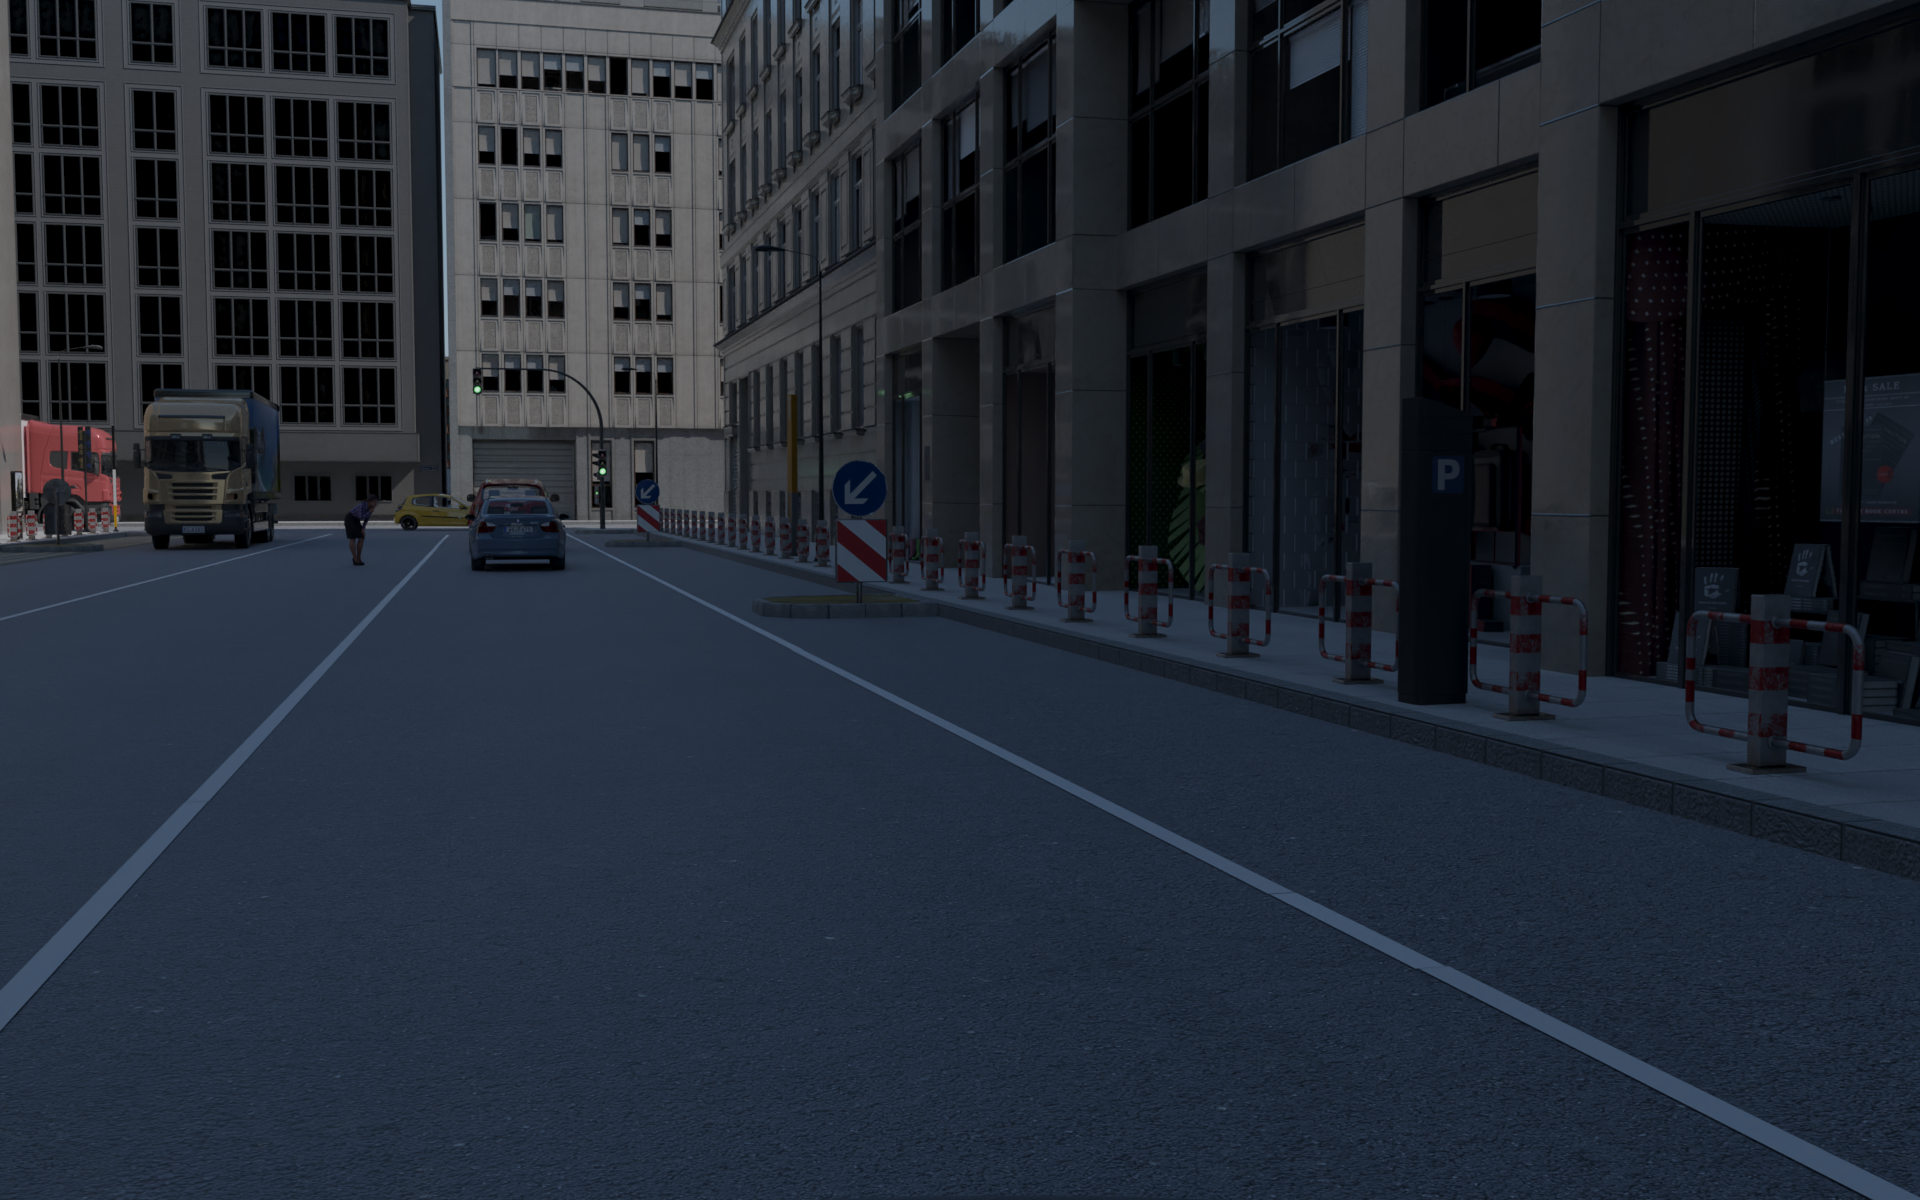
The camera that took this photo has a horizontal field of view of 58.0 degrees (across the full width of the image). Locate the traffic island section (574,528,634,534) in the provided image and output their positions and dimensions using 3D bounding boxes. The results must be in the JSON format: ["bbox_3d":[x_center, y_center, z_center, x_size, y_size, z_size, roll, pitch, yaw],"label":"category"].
[{"bbox_3d":[-13.075,-2.517,63.442,2.009,0.180,2.903,-1,4,-15],"label":"traffic island section"}]

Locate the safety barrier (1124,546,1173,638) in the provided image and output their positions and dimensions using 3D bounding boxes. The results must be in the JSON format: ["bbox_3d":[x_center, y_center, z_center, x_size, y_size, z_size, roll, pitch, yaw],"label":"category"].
[{"bbox_3d":[1.681,-0.075,15.497,0.300,0.817,1.120,-1,4,-15],"label":"safety barrier"}]

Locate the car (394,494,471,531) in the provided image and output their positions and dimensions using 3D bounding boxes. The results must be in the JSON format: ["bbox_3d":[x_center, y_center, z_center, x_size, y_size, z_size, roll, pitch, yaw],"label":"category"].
[{"bbox_3d":[-20.376,-3.577,68.701,3.980,1.641,2.015,-1,4,-13],"label":"car"}]

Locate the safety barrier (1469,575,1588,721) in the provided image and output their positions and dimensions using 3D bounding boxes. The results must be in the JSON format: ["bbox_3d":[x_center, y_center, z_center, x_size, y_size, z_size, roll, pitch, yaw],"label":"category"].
[{"bbox_3d":[3.222,0.269,9.869,0.300,0.817,1.120,-1,4,-15],"label":"safety barrier"}]

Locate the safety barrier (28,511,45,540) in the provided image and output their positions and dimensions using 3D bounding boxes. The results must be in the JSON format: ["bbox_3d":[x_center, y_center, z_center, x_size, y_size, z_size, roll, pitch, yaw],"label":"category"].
[{"bbox_3d":[-25.965,-2.089,48.431,0.300,0.817,1.120,-1,4,-15],"label":"safety barrier"}]

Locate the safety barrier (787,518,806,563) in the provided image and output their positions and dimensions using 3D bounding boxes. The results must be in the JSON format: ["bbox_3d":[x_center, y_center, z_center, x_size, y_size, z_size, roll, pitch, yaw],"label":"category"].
[{"bbox_3d":[-2.934,-1.107,32.367,0.300,0.817,1.120,-1,4,-15],"label":"safety barrier"}]

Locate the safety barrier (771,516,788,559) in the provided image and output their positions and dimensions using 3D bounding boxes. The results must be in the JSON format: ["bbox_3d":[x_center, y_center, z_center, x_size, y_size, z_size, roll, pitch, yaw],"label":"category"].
[{"bbox_3d":[-3.451,-1.222,34.260,0.300,0.817,1.120,-1,4,-15],"label":"safety barrier"}]

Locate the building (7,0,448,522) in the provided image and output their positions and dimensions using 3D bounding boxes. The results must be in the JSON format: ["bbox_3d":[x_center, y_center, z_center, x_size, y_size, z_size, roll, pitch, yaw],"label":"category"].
[{"bbox_3d":[-37.532,-17.750,83.718,24.014,27.812,14.314,-1,4,-15],"label":"building"}]

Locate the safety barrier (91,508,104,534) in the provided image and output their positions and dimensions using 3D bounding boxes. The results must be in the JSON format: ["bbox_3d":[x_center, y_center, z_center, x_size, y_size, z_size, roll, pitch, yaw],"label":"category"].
[{"bbox_3d":[-28.017,-2.548,55.940,0.300,0.817,1.120,-1,4,-15],"label":"safety barrier"}]

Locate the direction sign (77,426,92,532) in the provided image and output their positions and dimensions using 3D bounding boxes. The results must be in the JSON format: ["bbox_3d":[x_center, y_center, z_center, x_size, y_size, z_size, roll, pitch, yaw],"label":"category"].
[{"bbox_3d":[-29.305,-4.040,58.045,0.876,3.537,0.379,3,4,38],"label":"direction sign"}]

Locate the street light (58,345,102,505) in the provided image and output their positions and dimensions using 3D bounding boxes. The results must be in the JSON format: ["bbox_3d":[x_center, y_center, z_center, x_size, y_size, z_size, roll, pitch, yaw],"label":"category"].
[{"bbox_3d":[-27.452,-4.986,54.065,1.470,5.913,1.316,-1,4,-15],"label":"street light"}]

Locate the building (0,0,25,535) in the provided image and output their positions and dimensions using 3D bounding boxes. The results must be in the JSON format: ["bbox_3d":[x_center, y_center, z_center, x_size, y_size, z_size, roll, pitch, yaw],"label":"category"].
[{"bbox_3d":[-44.981,-14.592,43.096,34.151,26.468,19.350,-1,4,-15],"label":"building"}]

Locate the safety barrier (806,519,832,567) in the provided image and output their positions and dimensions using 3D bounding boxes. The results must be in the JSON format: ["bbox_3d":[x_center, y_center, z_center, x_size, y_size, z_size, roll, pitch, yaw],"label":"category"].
[{"bbox_3d":[-2.424,-0.992,30.494,0.300,0.817,1.120,-1,4,-15],"label":"safety barrier"}]

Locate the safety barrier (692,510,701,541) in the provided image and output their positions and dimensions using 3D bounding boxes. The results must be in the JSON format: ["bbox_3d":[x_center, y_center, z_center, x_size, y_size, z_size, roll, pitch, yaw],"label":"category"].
[{"bbox_3d":[-7.047,-2.026,47.403,0.300,0.817,1.120,-1,4,-15],"label":"safety barrier"}]

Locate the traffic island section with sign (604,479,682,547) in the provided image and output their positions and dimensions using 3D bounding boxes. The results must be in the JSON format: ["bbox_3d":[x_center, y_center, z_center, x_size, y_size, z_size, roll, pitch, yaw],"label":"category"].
[{"bbox_3d":[-8.734,-2.378,47.502,1.989,1.847,2.006,-1,4,-15],"label":"traffic island section with sign"}]

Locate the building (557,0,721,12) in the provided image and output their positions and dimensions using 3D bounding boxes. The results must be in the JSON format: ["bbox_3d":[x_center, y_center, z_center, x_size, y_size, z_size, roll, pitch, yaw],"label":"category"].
[{"bbox_3d":[-29.179,-38.497,171.430,21.231,58.520,28.212,-1,4,-15],"label":"building"}]

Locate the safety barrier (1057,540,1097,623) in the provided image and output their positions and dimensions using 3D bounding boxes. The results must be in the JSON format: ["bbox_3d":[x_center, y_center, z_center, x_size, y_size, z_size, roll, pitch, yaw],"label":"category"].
[{"bbox_3d":[1.167,-0.189,17.368,0.300,0.817,1.120,-1,4,-15],"label":"safety barrier"}]

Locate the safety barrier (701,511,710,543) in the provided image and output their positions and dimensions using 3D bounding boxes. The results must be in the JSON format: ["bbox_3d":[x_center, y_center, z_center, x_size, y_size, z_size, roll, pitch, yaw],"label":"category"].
[{"bbox_3d":[-6.531,-1.912,45.529,0.300,0.817,1.120,-1,4,-15],"label":"safety barrier"}]

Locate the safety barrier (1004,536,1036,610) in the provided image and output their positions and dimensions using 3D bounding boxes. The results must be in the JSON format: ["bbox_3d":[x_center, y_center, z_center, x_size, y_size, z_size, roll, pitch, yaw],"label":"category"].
[{"bbox_3d":[0.660,-0.304,19.246,0.300,0.817,1.120,-1,4,-15],"label":"safety barrier"}]

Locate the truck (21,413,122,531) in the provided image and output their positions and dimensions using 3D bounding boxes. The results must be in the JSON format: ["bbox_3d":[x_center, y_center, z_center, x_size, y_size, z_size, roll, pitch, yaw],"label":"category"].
[{"bbox_3d":[-34.977,-4.386,60.628,11.283,4.237,2.839,-1,4,-16],"label":"truck"}]

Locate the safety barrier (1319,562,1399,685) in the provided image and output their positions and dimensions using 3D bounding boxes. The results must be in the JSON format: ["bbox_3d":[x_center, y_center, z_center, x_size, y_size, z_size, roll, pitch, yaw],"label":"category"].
[{"bbox_3d":[2.703,0.155,11.742,0.300,0.817,1.120,-1,4,-15],"label":"safety barrier"}]

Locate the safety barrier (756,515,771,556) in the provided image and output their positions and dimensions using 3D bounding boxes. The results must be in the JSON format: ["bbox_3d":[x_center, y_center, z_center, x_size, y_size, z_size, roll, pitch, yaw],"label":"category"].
[{"bbox_3d":[-3.963,-1.337,36.139,0.300,0.817,1.120,-1,4,-15],"label":"safety barrier"}]

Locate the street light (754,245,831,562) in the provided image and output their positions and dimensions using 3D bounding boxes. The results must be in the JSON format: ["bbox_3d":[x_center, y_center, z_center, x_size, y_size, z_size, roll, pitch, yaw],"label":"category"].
[{"bbox_3d":[-3.152,-3.673,32.599,1.470,5.913,1.316,-1,4,-15],"label":"street light"}]

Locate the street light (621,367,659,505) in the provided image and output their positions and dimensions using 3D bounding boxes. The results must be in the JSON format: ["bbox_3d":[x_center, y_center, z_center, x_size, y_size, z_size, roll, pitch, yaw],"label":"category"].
[{"bbox_3d":[-11.707,-5.575,63.689,1.470,5.913,1.316,-1,4,-15],"label":"street light"}]

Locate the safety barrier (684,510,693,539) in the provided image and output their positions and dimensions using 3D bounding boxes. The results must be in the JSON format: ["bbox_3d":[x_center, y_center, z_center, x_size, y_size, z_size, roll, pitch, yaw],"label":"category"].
[{"bbox_3d":[-7.557,-2.141,49.279,0.300,0.817,1.120,-1,4,-15],"label":"safety barrier"}]

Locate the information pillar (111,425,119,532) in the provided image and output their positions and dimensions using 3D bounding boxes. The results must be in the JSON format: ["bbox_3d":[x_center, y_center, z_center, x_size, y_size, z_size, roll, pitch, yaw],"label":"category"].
[{"bbox_3d":[-28.812,-4.138,59.010,0.183,3.616,0.504,-2,4,-26],"label":"information pillar"}]

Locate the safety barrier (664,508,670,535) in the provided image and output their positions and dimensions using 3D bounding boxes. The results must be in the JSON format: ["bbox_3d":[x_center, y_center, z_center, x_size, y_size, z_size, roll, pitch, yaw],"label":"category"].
[{"bbox_3d":[-9.100,-2.485,54.907,0.300,0.817,1.120,-1,4,-15],"label":"safety barrier"}]

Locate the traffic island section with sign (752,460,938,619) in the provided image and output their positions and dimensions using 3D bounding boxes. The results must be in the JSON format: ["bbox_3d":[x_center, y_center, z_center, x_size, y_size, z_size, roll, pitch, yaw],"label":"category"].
[{"bbox_3d":[-1.468,-0.753,20.932,1.989,1.847,2.006,-1,4,-15],"label":"traffic island section with sign"}]

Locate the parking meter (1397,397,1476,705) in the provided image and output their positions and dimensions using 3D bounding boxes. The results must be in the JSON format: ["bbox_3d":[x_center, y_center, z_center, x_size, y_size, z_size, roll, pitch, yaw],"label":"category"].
[{"bbox_3d":[2.921,-0.300,10.619,0.399,1.863,0.255,-1,4,-18],"label":"parking meter"}]

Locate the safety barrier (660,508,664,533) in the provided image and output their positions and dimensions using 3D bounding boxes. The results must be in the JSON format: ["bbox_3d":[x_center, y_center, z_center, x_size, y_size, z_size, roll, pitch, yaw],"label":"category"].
[{"bbox_3d":[-9.613,-2.600,56.779,0.300,0.817,1.120,-1,4,-15],"label":"safety barrier"}]

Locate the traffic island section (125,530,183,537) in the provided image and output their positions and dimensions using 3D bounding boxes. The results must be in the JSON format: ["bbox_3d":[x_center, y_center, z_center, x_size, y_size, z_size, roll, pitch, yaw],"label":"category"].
[{"bbox_3d":[-27.345,-2.280,59.558,2.009,0.180,2.903,-1,4,-15],"label":"traffic island section"}]

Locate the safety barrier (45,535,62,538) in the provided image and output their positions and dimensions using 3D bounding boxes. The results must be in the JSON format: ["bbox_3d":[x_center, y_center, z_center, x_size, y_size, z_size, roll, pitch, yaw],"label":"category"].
[{"bbox_3d":[-26.474,-2.204,50.304,0.300,0.817,1.120,-1,4,-15],"label":"safety barrier"}]

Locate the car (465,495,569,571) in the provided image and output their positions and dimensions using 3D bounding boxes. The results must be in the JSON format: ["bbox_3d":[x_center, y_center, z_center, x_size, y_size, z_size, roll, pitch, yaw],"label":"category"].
[{"bbox_3d":[-8.651,-1.338,33.875,2.014,1.417,4.499,-1,4,-15],"label":"car"}]

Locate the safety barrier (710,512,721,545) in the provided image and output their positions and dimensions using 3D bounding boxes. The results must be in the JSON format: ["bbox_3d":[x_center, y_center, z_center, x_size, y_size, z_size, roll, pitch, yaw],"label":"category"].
[{"bbox_3d":[-6.018,-1.797,43.657,0.300,0.817,1.120,-1,4,-15],"label":"safety barrier"}]

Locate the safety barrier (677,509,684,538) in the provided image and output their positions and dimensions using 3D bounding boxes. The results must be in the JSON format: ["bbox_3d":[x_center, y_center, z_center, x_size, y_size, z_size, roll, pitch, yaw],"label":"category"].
[{"bbox_3d":[-8.074,-2.256,51.159,0.300,0.817,1.120,-1,4,-15],"label":"safety barrier"}]

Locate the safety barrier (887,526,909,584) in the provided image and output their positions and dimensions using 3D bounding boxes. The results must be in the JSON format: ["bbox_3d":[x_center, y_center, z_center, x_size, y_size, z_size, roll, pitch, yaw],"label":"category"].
[{"bbox_3d":[-0.881,-0.647,24.861,0.300,0.817,1.120,-1,4,-15],"label":"safety barrier"}]

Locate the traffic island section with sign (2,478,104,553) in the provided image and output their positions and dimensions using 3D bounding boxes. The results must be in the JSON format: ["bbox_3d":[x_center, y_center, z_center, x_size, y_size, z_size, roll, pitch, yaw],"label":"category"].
[{"bbox_3d":[-22.522,-2.109,43.109,1.989,1.847,2.006,-1,4,-15],"label":"traffic island section with sign"}]

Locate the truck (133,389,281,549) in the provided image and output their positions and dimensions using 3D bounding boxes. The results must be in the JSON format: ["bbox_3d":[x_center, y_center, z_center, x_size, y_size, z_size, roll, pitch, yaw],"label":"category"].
[{"bbox_3d":[-20.876,-3.652,48.623,2.839,4.237,11.283,-1,4,-17],"label":"truck"}]

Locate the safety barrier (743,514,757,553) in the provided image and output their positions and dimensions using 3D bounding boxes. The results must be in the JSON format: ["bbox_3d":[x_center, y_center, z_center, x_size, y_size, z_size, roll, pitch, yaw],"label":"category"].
[{"bbox_3d":[-4.481,-1.452,38.018,0.300,0.817,1.120,-1,4,-15],"label":"safety barrier"}]

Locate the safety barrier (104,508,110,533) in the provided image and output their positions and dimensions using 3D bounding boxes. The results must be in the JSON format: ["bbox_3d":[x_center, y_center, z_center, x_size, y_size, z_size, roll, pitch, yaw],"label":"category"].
[{"bbox_3d":[-28.529,-2.664,57.832,0.300,0.817,1.120,-1,4,-15],"label":"safety barrier"}]

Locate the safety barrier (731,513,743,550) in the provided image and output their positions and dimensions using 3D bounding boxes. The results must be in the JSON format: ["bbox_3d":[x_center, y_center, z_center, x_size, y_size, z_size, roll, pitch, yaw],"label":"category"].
[{"bbox_3d":[-4.993,-1.567,39.899,0.300,0.817,1.120,-1,4,-15],"label":"safety barrier"}]

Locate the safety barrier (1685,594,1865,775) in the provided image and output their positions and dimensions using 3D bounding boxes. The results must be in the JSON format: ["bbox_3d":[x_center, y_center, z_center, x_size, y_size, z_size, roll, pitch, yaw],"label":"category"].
[{"bbox_3d":[3.734,0.384,7.997,0.300,0.817,1.120,-1,4,-15],"label":"safety barrier"}]

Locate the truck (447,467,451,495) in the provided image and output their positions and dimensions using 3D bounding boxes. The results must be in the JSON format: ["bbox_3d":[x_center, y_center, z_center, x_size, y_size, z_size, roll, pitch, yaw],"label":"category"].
[{"bbox_3d":[-53.770,-11.876,183.084,2.839,4.237,11.283,-1,4,-15],"label":"truck"}]

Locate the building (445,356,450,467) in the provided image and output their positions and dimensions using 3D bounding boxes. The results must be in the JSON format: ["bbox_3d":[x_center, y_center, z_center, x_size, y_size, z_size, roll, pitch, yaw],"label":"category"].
[{"bbox_3d":[-68.612,-24.735,249.454,28.899,21.520,27.650,-1,4,-15],"label":"building"}]

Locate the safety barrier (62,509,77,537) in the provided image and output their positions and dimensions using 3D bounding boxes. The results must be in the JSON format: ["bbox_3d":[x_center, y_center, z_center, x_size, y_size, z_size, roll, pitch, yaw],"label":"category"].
[{"bbox_3d":[-26.986,-2.319,52.194,0.300,0.817,1.120,-1,4,-15],"label":"safety barrier"}]

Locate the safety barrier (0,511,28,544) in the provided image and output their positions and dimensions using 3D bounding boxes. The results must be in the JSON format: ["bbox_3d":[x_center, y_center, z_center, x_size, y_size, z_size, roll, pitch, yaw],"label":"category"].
[{"bbox_3d":[-25.440,-1.974,46.547,0.300,0.817,1.120,-1,4,-15],"label":"safety barrier"}]

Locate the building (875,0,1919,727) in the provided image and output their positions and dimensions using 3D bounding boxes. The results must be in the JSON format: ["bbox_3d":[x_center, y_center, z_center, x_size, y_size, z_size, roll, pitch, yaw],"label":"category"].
[{"bbox_3d":[12.101,-13.152,19.545,19.350,26.468,34.151,-1,4,-15],"label":"building"}]

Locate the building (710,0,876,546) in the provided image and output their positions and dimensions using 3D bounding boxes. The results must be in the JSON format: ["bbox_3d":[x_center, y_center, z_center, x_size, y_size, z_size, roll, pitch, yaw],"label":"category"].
[{"bbox_3d":[2.184,-13.278,50.379,16.112,22.955,30.059,-1,4,-15],"label":"building"}]

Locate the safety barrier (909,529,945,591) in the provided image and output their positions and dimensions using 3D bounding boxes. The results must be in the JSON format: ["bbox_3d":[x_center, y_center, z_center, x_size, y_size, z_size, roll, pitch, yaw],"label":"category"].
[{"bbox_3d":[-0.371,-0.533,22.988,0.300,0.817,1.120,-1,4,-15],"label":"safety barrier"}]

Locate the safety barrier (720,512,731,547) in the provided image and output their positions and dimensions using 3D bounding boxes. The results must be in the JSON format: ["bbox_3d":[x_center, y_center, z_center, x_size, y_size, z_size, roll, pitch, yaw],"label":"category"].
[{"bbox_3d":[-5.501,-1.683,41.786,0.300,0.817,1.120,-1,4,-15],"label":"safety barrier"}]

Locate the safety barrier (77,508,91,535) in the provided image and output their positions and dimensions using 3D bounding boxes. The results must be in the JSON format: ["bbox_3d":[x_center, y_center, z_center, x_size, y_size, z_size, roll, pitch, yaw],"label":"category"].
[{"bbox_3d":[-27.504,-2.434,54.068,0.300,0.817,1.120,-1,4,-15],"label":"safety barrier"}]

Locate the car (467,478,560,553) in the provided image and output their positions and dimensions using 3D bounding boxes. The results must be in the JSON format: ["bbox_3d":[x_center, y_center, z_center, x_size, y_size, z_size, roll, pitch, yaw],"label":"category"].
[{"bbox_3d":[-11.155,-2.115,43.250,2.281,1.827,5.304,-1,4,-13],"label":"car"}]

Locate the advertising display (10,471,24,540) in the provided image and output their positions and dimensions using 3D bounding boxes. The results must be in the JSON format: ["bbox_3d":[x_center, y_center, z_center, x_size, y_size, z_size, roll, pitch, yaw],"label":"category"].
[{"bbox_3d":[-26.284,-2.635,48.297,0.123,1.923,0.974,-1,4,-18],"label":"advertising display"}]

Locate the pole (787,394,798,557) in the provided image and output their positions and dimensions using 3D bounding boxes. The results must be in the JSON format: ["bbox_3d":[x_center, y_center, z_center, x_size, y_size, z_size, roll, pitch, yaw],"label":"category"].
[{"bbox_3d":[-3.442,-2.552,35.576,0.158,3.312,0.155,0,3,0],"label":"pole"}]

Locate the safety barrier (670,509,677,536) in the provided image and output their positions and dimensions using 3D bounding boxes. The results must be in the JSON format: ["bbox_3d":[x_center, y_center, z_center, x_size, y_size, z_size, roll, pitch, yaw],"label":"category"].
[{"bbox_3d":[-8.584,-2.370,53.032,0.300,0.817,1.120,-1,4,-15],"label":"safety barrier"}]

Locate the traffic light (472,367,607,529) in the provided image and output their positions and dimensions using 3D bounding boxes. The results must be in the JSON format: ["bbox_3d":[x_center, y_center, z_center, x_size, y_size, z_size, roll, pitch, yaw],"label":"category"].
[{"bbox_3d":[-15.111,-5.380,62.629,4.771,5.953,1.251,-1,4,-15],"label":"traffic light"}]

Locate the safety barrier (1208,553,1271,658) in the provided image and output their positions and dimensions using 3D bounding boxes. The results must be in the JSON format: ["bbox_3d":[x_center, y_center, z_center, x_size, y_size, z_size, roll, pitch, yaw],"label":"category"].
[{"bbox_3d":[2.192,0.040,13.624,0.300,0.817,1.120,-1,4,-15],"label":"safety barrier"}]

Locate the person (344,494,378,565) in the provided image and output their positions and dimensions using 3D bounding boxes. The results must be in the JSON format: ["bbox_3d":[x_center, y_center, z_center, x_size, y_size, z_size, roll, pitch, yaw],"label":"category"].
[{"bbox_3d":[-11.979,-1.405,34.698,0.697,1.427,0.421,1,4,12],"label":"person"}]

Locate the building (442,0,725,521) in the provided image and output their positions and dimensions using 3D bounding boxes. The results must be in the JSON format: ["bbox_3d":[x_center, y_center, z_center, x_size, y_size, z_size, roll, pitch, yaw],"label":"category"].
[{"bbox_3d":[-15.932,-16.582,89.137,19.932,24.808,12.078,-1,4,-15],"label":"building"}]

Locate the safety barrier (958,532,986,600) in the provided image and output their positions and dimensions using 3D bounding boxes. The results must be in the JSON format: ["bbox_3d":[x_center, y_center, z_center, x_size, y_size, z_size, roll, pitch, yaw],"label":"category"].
[{"bbox_3d":[0.142,-0.418,21.116,0.300,0.817,1.120,-1,4,-15],"label":"safety barrier"}]
